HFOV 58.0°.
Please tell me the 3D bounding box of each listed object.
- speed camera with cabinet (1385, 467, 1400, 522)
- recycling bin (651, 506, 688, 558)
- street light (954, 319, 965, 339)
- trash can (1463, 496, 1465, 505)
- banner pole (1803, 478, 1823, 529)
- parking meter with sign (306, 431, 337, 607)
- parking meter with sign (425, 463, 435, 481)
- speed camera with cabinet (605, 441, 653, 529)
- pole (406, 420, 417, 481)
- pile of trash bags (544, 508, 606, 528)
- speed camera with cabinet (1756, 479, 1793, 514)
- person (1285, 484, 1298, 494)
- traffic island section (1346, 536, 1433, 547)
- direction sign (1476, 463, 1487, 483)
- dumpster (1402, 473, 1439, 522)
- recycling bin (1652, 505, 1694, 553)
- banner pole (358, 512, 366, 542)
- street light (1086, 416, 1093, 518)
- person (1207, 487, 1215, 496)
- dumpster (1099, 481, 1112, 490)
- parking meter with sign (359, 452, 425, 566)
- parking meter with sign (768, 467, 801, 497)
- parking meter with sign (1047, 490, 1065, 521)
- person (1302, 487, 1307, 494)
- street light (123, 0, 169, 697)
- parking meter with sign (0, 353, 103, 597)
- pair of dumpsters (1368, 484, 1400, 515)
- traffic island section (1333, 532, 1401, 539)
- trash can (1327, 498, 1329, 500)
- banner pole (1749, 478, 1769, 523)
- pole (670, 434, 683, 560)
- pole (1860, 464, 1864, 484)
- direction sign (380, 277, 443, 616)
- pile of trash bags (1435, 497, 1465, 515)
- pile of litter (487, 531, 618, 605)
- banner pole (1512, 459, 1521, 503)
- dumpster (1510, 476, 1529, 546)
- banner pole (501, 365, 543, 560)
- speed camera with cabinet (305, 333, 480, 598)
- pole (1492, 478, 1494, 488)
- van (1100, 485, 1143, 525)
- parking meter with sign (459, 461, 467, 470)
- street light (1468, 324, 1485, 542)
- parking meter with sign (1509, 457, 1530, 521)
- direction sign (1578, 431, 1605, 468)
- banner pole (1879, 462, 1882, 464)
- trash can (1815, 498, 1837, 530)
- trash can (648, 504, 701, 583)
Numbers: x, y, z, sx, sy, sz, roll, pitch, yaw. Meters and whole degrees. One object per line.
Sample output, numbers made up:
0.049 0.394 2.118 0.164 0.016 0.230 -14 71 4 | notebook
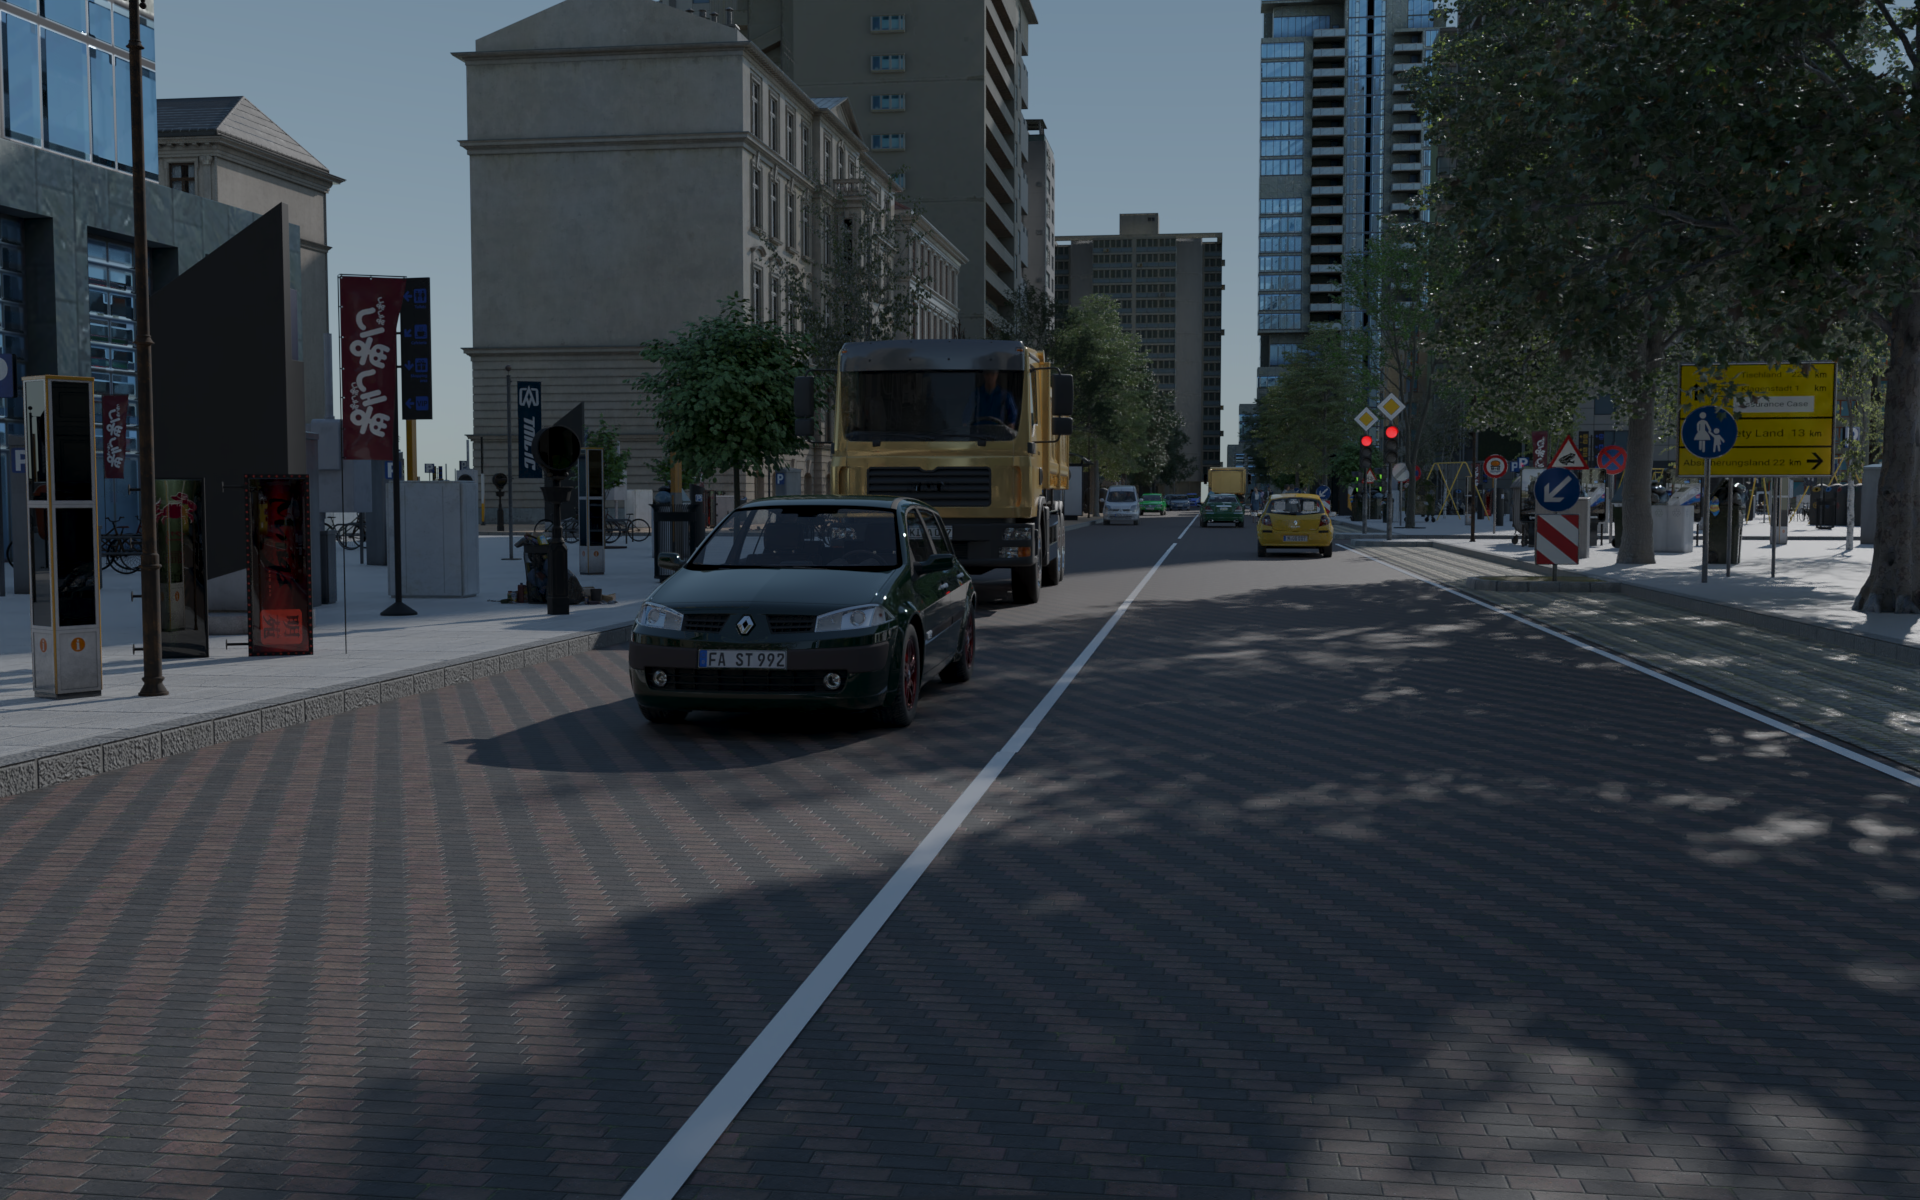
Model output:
19.859 -5.214 79.577 0.660 3.252 2.038 1 4 11 | speed camera with cabinet
-5.896 -1.382 35.157 0.722 1.027 0.722 -1 4 -11 | recycling bin
-0.014 -4.474 45.945 0.468 5.910 1.993 1 4 8 | street light
33.436 -6.249 113.828 0.748 1.137 0.748 0 3 0 | trash can
31.769 -4.545 64.334 0.863 3.779 0.401 1 4 14 | banner pole
-7.493 -1.421 19.492 0.543 3.016 1.738 0 4 -4 | parking meter with sign
-30.329 -6.302 99.303 0.543 3.016 1.738 -1 4 -13 | parking meter with sign
-12.455 -4.325 65.046 0.660 3.252 2.038 2 4 33 | speed camera with cabinet
-11.353 -2.571 35.886 0.158 3.312 0.155 0 3 0 | pole
-15.042 -3.462 66.364 1.912 1.369 3.447 -3 4 -39 | pile of trash bags
51.470 -7.039 109.418 0.660 3.252 2.038 -3 5 -44 | speed camera with cabinet
12.711 -3.520 66.149 0.694 1.812 0.767 1 4 16 | person
11.936 -1.578 48.083 2.009 0.180 2.903 1 4 8 | traffic island section
37.620 -8.139 125.068 0.876 3.537 0.379 1 4 17 | direction sign
20.968 -4.680 79.005 1.502 2.255 1.985 1 4 8 | dumpster
15.698 -1.567 38.172 0.722 1.027 0.722 3 4 39 | recycling bin
-16.046 -3.462 46.622 0.401 3.779 0.863 -2 4 -24 | banner pole
6.887 -7.320 92.475 0.468 5.910 1.993 1 4 8 | street light
14.821 -5.749 102.355 0.638 1.841 0.748 -1 4 -18 | person
10.357 -7.403 123.527 1.502 2.255 1.985 1 4 8 | dumpster
-10.392 -2.136 31.192 1.738 3.016 0.543 3 5 43 | parking meter with sign
-4.846 -3.234 49.142 0.543 3.016 1.738 3 4 37 | parking meter with sign
4.411 -5.275 82.512 0.543 3.016 1.738 3 5 45 | parking meter with sign
19.731 -5.557 99.129 0.755 1.850 0.659 1 4 19 | person
-5.144 -2.329 10.869 0.468 5.910 1.993 1 4 8 | street light
-11.863 -1.599 22.413 0.543 3.016 1.738 1 4 9 | parking meter with sign
24.789 -6.031 101.102 1.574 2.255 4.437 1 4 8 | pair of dumpsters
13.098 -2.061 55.983 2.009 0.180 2.903 1 4 8 | traffic island section
26.370 -6.948 125.252 0.748 1.137 0.748 0 3 0 | trash can
35.339 -5.292 76.535 0.863 3.779 0.401 3 5 39 | banner pole
-5.292 -2.351 32.282 0.158 3.312 0.155 0 3 0 | pole
56.551 -7.023 108.674 0.158 3.312 0.155 0 3 0 | pole
-5.955 -1.607 18.275 0.876 3.537 0.379 1 4 15 | direction sign
29.397 -5.855 105.480 1.912 1.369 3.447 3 5 44 | pile of trash bags
-4.825 -0.402 20.531 1.719 0.858 1.176 3 5 41 | pile of litter
39.733 -8.185 123.839 0.863 3.779 0.401 3 4 38 | banner pole
14.537 -2.296 43.296 1.264 1.857 1.865 1 4 8 | dumpster
-8.532 -2.674 33.733 0.863 3.779 0.401 -2 4 -24 | banner pole
-7.080 -1.664 21.538 2.038 3.252 0.660 0 4 4 | speed camera with cabinet
35.616 -7.446 115.586 0.158 3.312 0.155 0 3 0 | pole
7.566 -4.526 81.017 2.013 2.044 4.112 0 4 7 | van
-25.098 -5.726 89.887 1.738 3.016 0.543 2 4 23 | parking meter with sign
13.758 -4.497 46.307 0.468 5.910 1.993 1 4 8 | street light
26.374 -5.229 81.761 0.543 3.016 1.738 2 4 31 | parking meter with sign
22.644 -4.293 62.191 0.876 3.537 0.379 2 4 29 | direction sign
62.936 -7.842 118.235 0.863 3.779 0.401 -2 4 -33 | banner pole
31.277 -3.116 62.594 0.748 1.137 0.748 0 3 0 | trash can
-4.136 -0.824 25.129 0.748 1.137 0.748 0 3 0 | trash can
